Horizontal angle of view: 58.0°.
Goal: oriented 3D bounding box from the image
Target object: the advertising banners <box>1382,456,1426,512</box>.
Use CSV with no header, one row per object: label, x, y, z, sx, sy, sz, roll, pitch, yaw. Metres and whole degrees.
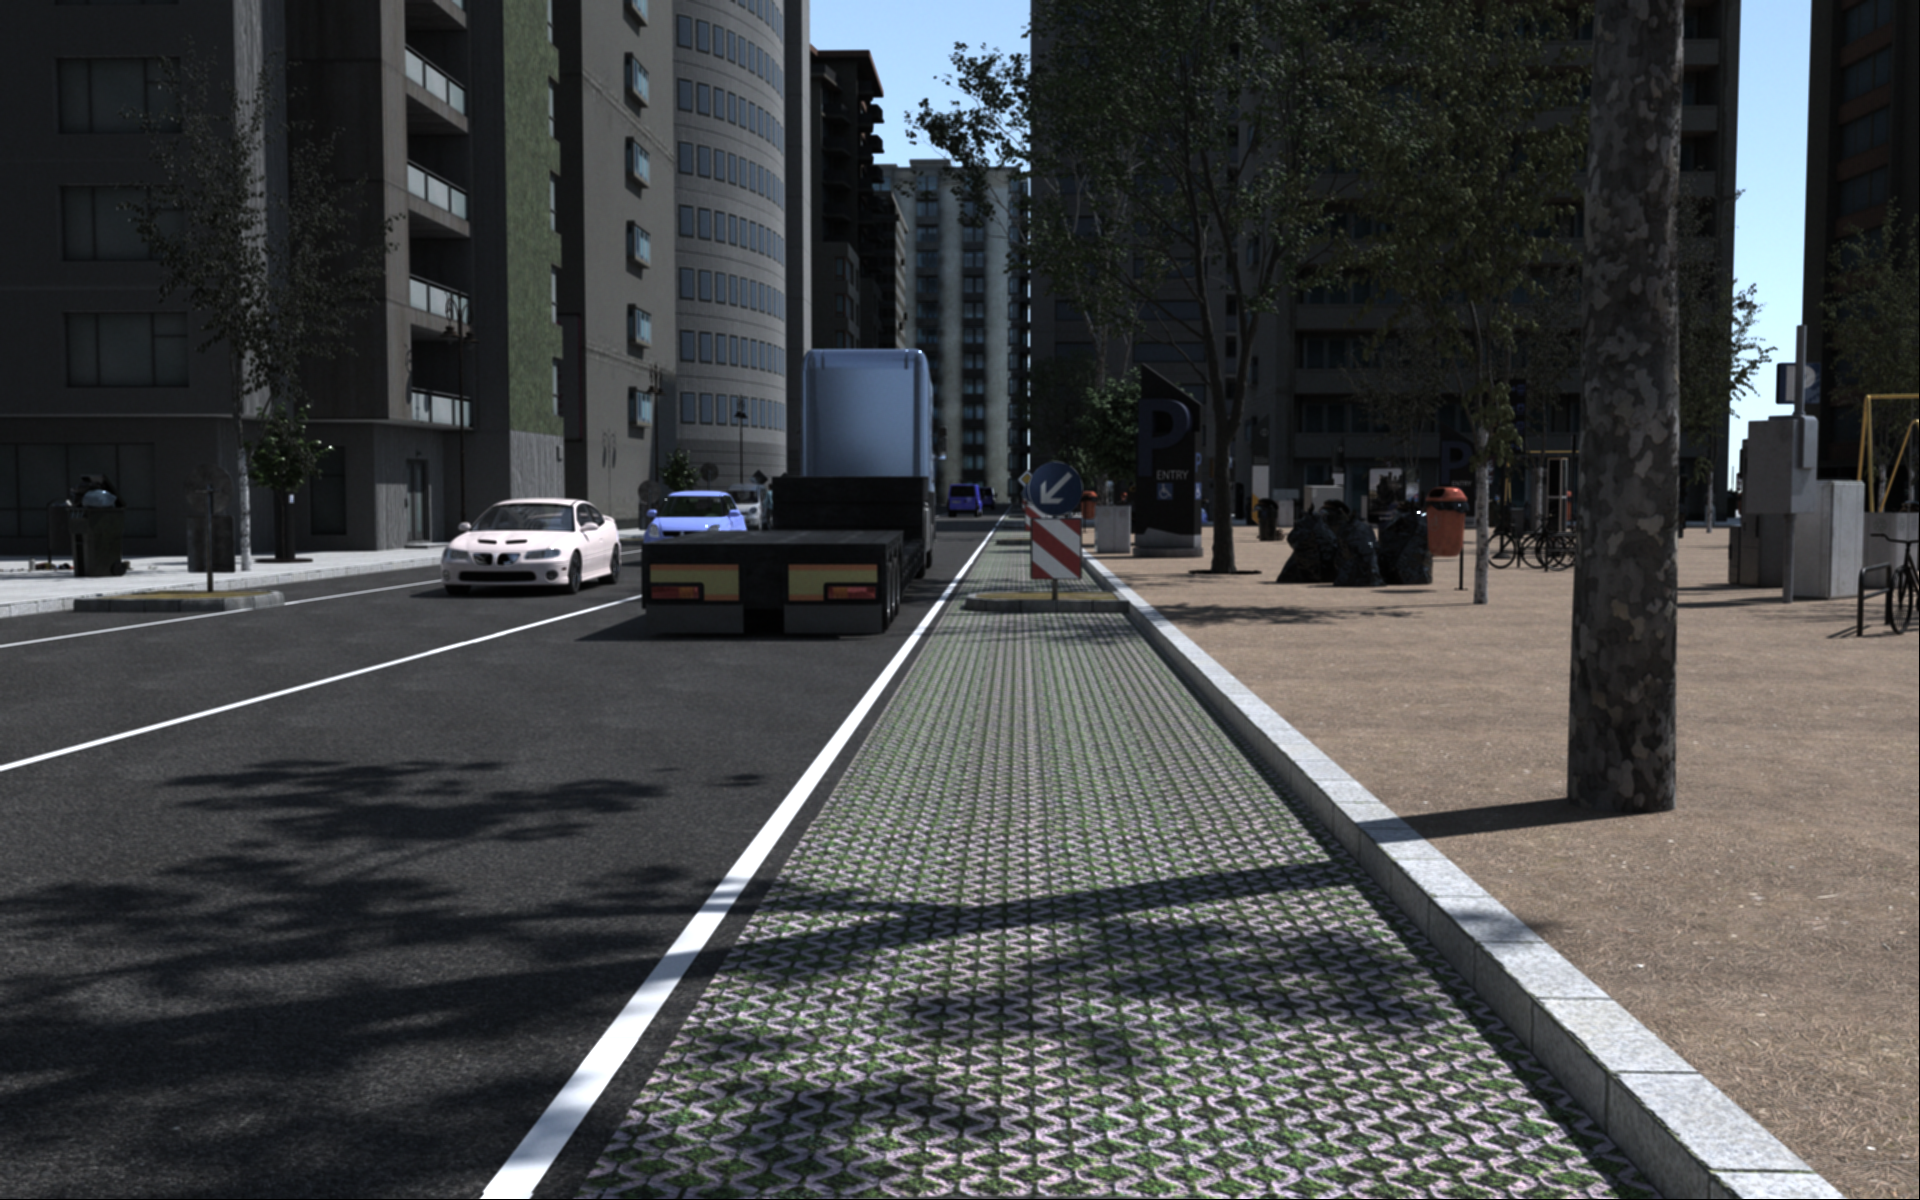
advertising banners,20.502,-5.127,80.007,2.074,3.025,0.090,2,4,32

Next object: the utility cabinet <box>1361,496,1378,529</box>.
utility cabinet,15.473,-3.266,64.563,1.020,1.237,0.306,1,4,14

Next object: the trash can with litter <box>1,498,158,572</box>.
trash can with litter,-14.823,-1.116,29.305,2.233,1.210,1.678,0,4,-1

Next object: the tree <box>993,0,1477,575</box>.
tree,4.342,-6.236,27.710,9.928,11.665,9.643,0,3,0

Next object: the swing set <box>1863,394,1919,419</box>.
swing set,15.752,-1.789,26.875,3.119,2.851,2.862,1,4,21

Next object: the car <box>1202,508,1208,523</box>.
car,8.965,-4.041,75.656,3.694,1.707,1.945,0,4,3

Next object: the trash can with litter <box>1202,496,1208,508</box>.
trash can with litter,14.342,-5.668,104.059,1.055,1.170,0.624,-2,4,-25

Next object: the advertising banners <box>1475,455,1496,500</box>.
advertising banners,23.182,-5.029,78.413,2.074,3.025,0.090,1,4,23

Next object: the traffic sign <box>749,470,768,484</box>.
traffic sign,-8.326,-4.156,71.600,0.795,2.450,0.064,0,4,2

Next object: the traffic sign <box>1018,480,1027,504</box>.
traffic sign,3.037,-4.620,79.179,0.795,2.450,0.064,0,4,2

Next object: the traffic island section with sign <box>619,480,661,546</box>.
traffic island section with sign,-8.808,-2.460,48.855,1.989,1.847,2.006,0,4,2

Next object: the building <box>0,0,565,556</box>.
building,-18.320,-21.844,40.737,14.154,41.232,14.086,0,4,2

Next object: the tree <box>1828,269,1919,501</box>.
tree,30.594,-6.455,55.899,4.360,8.622,3.978,0,3,0

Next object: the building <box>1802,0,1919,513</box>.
building,58.859,-26.565,88.958,28.867,44.769,22.147,0,4,2

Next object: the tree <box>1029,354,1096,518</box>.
tree,5.763,-8.628,91.432,4.360,8.622,3.978,0,3,0

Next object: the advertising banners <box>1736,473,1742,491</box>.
advertising banners,63.871,-9.026,143.768,2.074,3.025,0.090,1,4,15

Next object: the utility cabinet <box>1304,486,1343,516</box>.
utility cabinet,9.620,-2.270,45.800,1.173,1.500,0.318,-2,4,-34

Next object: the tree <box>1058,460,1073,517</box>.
tree,6.074,-6.354,98.497,1.663,3.219,1.824,0,3,0

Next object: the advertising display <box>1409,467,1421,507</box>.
advertising display,10.480,-2.208,41.314,0.974,1.923,0.123,0,4,-2

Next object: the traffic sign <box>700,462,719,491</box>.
traffic sign,-10.104,-4.261,69.771,0.768,2.556,0.104,0,4,8

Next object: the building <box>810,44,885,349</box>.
building,-18.981,-31.480,169.319,22.147,44.769,28.867,0,4,2

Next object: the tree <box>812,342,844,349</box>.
tree,-9.197,-11.483,113.497,9.928,11.665,9.643,0,3,0

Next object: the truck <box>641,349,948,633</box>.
truck,-1.831,-2.239,26.370,2.967,4.110,18.799,0,4,1

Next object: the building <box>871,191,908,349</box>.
building,-18.719,-31.912,213.638,23.993,40.220,32.217,0,4,2

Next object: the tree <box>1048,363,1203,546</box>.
tree,4.403,-3.659,43.537,4.285,4.588,4.351,0,3,0

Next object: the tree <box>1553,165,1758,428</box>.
tree,16.090,-5.471,39.810,4.360,8.622,3.978,0,3,0

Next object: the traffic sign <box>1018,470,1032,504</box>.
traffic sign,2.761,-4.132,71.199,0.795,2.450,0.064,0,4,2

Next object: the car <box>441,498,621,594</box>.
car,-6.399,-0.849,26.250,2.083,1.381,4.827,0,4,0

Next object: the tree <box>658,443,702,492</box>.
tree,-10.614,-4.367,65.999,1.663,3.219,1.824,0,3,0

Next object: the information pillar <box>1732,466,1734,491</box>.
information pillar,63.766,-9.273,142.972,0.183,3.616,0.504,1,4,22

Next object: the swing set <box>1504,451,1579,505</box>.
swing set,21.287,-4.002,63.046,3.119,2.851,2.862,1,4,13

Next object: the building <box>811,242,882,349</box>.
building,-20.979,-17.662,133.808,27.650,21.520,28.899,0,4,2

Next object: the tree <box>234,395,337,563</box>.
tree,-12.869,-2.331,32.710,1.663,3.219,1.824,0,3,0

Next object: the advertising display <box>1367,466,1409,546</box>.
advertising display,9.989,-2.163,40.580,0.123,1.923,0.974,-3,5,-43

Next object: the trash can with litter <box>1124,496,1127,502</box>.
trash can with litter,10.329,-5.638,103.570,1.055,1.170,0.624,-3,4,-37

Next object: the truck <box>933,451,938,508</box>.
truck,-3.018,-7.508,111.666,2.839,4.237,11.283,0,4,3

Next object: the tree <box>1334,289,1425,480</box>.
tree,14.685,-6.501,56.648,4.360,8.622,3.978,0,3,0

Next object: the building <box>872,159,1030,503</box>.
building,-4.278,-38.570,250.220,30.456,49.044,23.786,0,4,2

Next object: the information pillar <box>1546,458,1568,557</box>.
information pillar,12.164,-1.885,35.304,0.304,2.012,0.304,3,5,42

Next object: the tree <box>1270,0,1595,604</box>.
tree,5.857,-4.255,19.935,4.737,8.622,4.395,0,3,0

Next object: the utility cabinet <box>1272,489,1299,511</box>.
utility cabinet,14.714,-4.260,78.335,1.173,1.500,0.318,0,4,-4

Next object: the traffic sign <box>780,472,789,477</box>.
traffic sign,-8.050,-4.645,79.581,0.795,2.450,0.064,0,4,2

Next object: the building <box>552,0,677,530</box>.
building,-22.667,-26.723,60.622,21.600,48.544,21.300,0,4,2

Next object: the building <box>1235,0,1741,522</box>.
building,25.657,-28.539,90.321,21.600,48.544,21.300,0,4,2

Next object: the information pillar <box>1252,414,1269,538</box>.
information pillar,8.741,-3.605,50.300,0.504,3.616,0.183,0,4,-3

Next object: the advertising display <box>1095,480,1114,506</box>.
advertising display,6.634,-4.535,79.369,0.974,1.923,0.123,-2,4,-29

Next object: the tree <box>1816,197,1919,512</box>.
tree,23.692,-5.721,43.906,4.737,8.622,4.395,0,3,0

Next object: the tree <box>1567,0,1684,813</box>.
tree,4.128,-9.184,6.052,12.611,20.169,13.585,0,3,0

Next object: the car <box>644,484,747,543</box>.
car,-5.477,-1.619,36.055,1.945,1.707,3.694,0,4,1

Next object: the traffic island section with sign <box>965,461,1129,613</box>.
traffic island section with sign,1.074,-0.797,21.667,1.989,1.847,2.006,0,4,2

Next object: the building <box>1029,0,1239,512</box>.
building,16.083,-36.430,137.624,21.231,58.520,28.212,0,4,2

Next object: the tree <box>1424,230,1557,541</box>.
tree,15.598,-5.922,47.190,4.360,8.622,3.978,0,3,0

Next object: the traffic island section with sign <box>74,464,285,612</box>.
traffic island section with sign,-9.738,-0.813,21.916,1.989,1.847,2.006,0,4,2

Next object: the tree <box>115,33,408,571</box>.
tree,-11.676,-4.787,28.633,4.360,8.622,3.978,0,3,0

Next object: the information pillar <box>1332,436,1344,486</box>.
information pillar,15.163,-4.776,69.436,0.504,3.616,0.183,0,4,-6

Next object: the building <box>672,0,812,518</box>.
building,-20.209,-33.704,93.055,21.231,58.520,28.212,0,4,2
